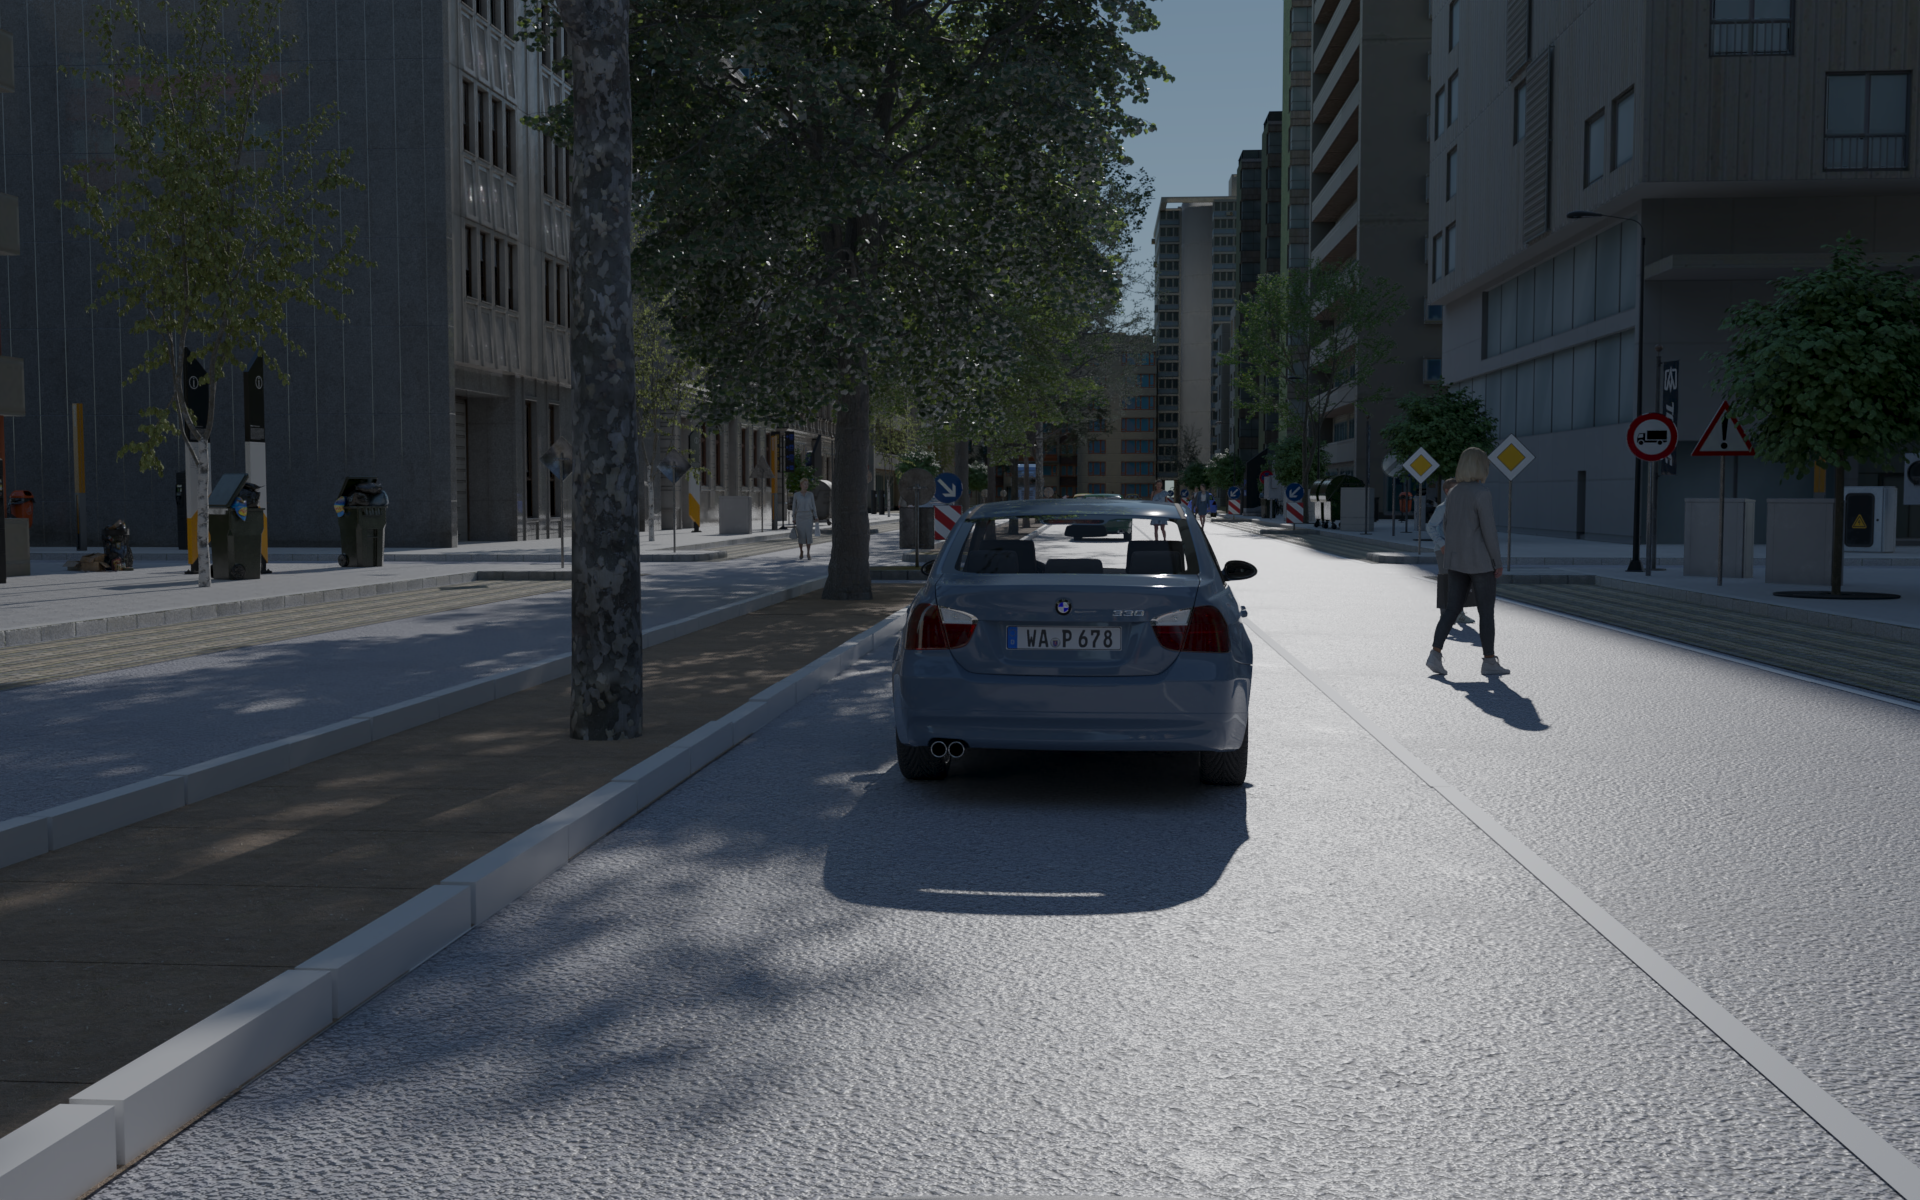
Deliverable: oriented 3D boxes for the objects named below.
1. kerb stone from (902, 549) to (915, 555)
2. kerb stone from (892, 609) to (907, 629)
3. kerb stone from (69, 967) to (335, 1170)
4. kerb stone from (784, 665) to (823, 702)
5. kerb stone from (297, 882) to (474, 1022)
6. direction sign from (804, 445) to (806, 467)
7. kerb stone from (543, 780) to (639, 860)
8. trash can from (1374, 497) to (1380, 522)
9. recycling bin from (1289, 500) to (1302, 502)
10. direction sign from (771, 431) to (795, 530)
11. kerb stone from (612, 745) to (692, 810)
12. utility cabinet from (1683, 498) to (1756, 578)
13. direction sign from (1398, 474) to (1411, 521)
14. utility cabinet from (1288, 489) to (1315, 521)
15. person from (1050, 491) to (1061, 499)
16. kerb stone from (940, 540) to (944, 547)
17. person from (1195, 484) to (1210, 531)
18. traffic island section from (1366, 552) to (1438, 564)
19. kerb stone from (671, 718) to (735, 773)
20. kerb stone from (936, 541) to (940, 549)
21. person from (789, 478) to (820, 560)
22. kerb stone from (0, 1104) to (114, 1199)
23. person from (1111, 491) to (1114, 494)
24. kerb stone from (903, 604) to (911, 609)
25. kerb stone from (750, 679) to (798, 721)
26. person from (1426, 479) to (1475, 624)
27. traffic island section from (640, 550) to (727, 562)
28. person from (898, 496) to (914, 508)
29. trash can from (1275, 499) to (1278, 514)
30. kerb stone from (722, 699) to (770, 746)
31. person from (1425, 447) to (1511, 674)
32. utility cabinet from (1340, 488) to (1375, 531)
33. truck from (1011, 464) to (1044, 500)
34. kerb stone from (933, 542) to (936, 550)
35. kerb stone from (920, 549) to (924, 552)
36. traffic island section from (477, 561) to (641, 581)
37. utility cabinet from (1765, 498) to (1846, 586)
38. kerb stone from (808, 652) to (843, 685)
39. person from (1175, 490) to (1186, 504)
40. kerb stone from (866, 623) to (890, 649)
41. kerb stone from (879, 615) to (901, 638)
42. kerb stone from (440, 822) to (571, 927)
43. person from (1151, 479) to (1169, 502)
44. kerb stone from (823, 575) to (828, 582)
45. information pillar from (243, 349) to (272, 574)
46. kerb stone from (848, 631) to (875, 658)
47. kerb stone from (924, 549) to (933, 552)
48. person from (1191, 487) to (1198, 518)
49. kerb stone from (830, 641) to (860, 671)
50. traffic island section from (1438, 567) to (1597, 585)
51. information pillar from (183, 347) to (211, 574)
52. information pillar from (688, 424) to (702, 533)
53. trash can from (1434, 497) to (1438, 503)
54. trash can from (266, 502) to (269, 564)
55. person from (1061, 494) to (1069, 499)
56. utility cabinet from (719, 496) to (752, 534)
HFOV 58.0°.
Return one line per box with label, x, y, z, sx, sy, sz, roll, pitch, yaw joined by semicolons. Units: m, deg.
kerb stone;-1.169;-1.006;38.641;0.120;0.150;1.000;0;4;5
kerb stone;-0.660;0.227;18.478;0.120;0.150;1.000;0;4;5
kerb stone;-1.790;1.102;4.171;0.120;0.150;1.000;0;4;5
kerb stone;-1.137;0.603;12.349;0.120;0.150;1.000;0;4;5
kerb stone;-1.707;1.043;5.198;0.120;0.150;1.000;0;4;5
direction sign;-7.133;-5.362;79.660;0.379;3.537;0.876;0;4;0
kerb stone;-1.545;0.920;7.250;0.120;0.150;1.000;0;4;5
trash can;18.822;-4.127;79.131;0.748;1.137;0.748;0;3;0
recycling bin;15.043;-3.945;77.049;0.722;1.027;0.722;0;4;1
direction sign;-6.389;-4.310;62.463;0.876;3.537;0.379;1;4;11
kerb stone;-1.467;0.851;8.275;0.120;0.150;1.000;0;4;5
utility cabinet;11.757;-0.958;26.828;0.306;1.237;1.020;-2;4;-33
direction sign;20.960;-5.505;81.997;0.379;3.537;0.876;-3;5;-43
utility cabinet;15.857;-4.387;80.403;1.173;1.500;0.318;2;4;32
person;10.269;-10.901;186.825;1.348;1.812;0.705;0;4;0
kerb stone;-0.604;-1.444;45.812;0.120;0.150;1.000;0;4;5
person;9.499;-3.614;67.606;0.581;1.822;0.654;2;4;25
traffic island section;9.760;-0.883;36.723;2.009;0.180;2.903;0;4;5
kerb stone;-1.385;0.789;9.293;0.120;0.150;1.000;0;4;5
kerb stone;-0.686;-1.382;44.793;0.120;0.150;1.000;0;4;5
person;-3.358;-1.768;37.754;0.694;1.780;0.624;0;4;6
kerb stone;-1.872;1.165;3.144;0.120;0.150;1.000;0;4;5
person;16.075;-10.669;183.760;0.721;1.723;1.217;-1;4;-22
kerb stone;-0.577;0.167;19.496;0.120;0.150;1.000;0;4;5
kerb stone;-1.222;0.665;11.331;0.120;0.150;1.000;0;4;5
person;5.426;-0.540;19.142;0.589;1.601;0.330;-2;4;-25
traffic island section;-6.281;-0.961;37.992;2.009;0.180;2.903;0;4;5
person;-2.735;-4.725;86.022;0.850;1.792;0.678;3;4;39
trash can;19.153;-5.782;106.184;0.748;1.137;0.748;0;3;0
kerb stone;-1.300;0.740;10.312;0.120;0.150;1.000;0;4;5
person;4.002;-0.312;13.790;0.728;1.800;0.709;-1;4;-22
utility cabinet;13.621;-3.099;59.345;0.318;1.500;1.173;-3;5;-42
truck;6.549;-10.516;161.689;2.967;4.110;18.799;0;4;4
kerb stone;-0.765;-1.318;43.771;0.120;0.150;1.000;0;4;5
kerb stone;-1.012;-1.132;40.696;0.120;0.150;1.000;0;4;5
traffic island section;-6.911;-0.474;30.032;2.009;0.180;2.903;0;4;5
utility cabinet;12.013;-0.823;24.620;0.306;1.237;1.020;-2;4;-32
kerb stone;-1.058;0.540;13.370;0.120;0.150;1.000;0;4;5
person;18.430;-8.267;144.382;1.217;1.735;0.721;-2;4;-27
kerb stone;-0.813;0.352;16.433;0.120;0.150;1.000;0;4;5
kerb stone;-0.737;0.290;17.452;0.120;0.150;1.000;0;4;5
kerb stone;-1.621;0.976;6.230;0.120;0.150;1.000;0;4;5
person;5.173;-2.239;45.199;0.616;1.811;0.778;1;4;23
kerb stone;-2.109;-0.279;26.808;0.120;0.150;1.000;0;4;5
information pillar;-11.260;-2.223;27.701;0.183;3.616;0.504;0;4;6
kerb stone;-0.903;0.415;15.412;0.120;0.150;1.000;0;4;5
kerb stone;-0.846;-1.257;42.750;0.120;0.150;1.000;0;4;5
person;13.268;-5.442;97.435;0.622;1.834;0.822;1;4;19
kerb stone;-0.976;0.477;14.393;0.120;0.150;1.000;0;4;5
traffic island section;9.130;-0.396;28.763;2.009;0.180;2.903;0;4;5
information pillar;-12.237;-2.229;27.793;0.183;3.616;0.504;1;4;17
information pillar;-8.857;-4.061;57.759;0.183;3.616;0.504;2;4;30
trash can;21.851;-4.088;78.488;0.748;1.137;0.748;0;3;0
trash can;-12.400;-1.129;30.121;0.748;1.137;0.748;0;3;0
person;8.957;-8.344;148.108;0.799;1.438;0.628;-2;4;-33
utility cabinet;-7.177;-2.704;55.376;1.020;1.237;0.306;1;4;12
